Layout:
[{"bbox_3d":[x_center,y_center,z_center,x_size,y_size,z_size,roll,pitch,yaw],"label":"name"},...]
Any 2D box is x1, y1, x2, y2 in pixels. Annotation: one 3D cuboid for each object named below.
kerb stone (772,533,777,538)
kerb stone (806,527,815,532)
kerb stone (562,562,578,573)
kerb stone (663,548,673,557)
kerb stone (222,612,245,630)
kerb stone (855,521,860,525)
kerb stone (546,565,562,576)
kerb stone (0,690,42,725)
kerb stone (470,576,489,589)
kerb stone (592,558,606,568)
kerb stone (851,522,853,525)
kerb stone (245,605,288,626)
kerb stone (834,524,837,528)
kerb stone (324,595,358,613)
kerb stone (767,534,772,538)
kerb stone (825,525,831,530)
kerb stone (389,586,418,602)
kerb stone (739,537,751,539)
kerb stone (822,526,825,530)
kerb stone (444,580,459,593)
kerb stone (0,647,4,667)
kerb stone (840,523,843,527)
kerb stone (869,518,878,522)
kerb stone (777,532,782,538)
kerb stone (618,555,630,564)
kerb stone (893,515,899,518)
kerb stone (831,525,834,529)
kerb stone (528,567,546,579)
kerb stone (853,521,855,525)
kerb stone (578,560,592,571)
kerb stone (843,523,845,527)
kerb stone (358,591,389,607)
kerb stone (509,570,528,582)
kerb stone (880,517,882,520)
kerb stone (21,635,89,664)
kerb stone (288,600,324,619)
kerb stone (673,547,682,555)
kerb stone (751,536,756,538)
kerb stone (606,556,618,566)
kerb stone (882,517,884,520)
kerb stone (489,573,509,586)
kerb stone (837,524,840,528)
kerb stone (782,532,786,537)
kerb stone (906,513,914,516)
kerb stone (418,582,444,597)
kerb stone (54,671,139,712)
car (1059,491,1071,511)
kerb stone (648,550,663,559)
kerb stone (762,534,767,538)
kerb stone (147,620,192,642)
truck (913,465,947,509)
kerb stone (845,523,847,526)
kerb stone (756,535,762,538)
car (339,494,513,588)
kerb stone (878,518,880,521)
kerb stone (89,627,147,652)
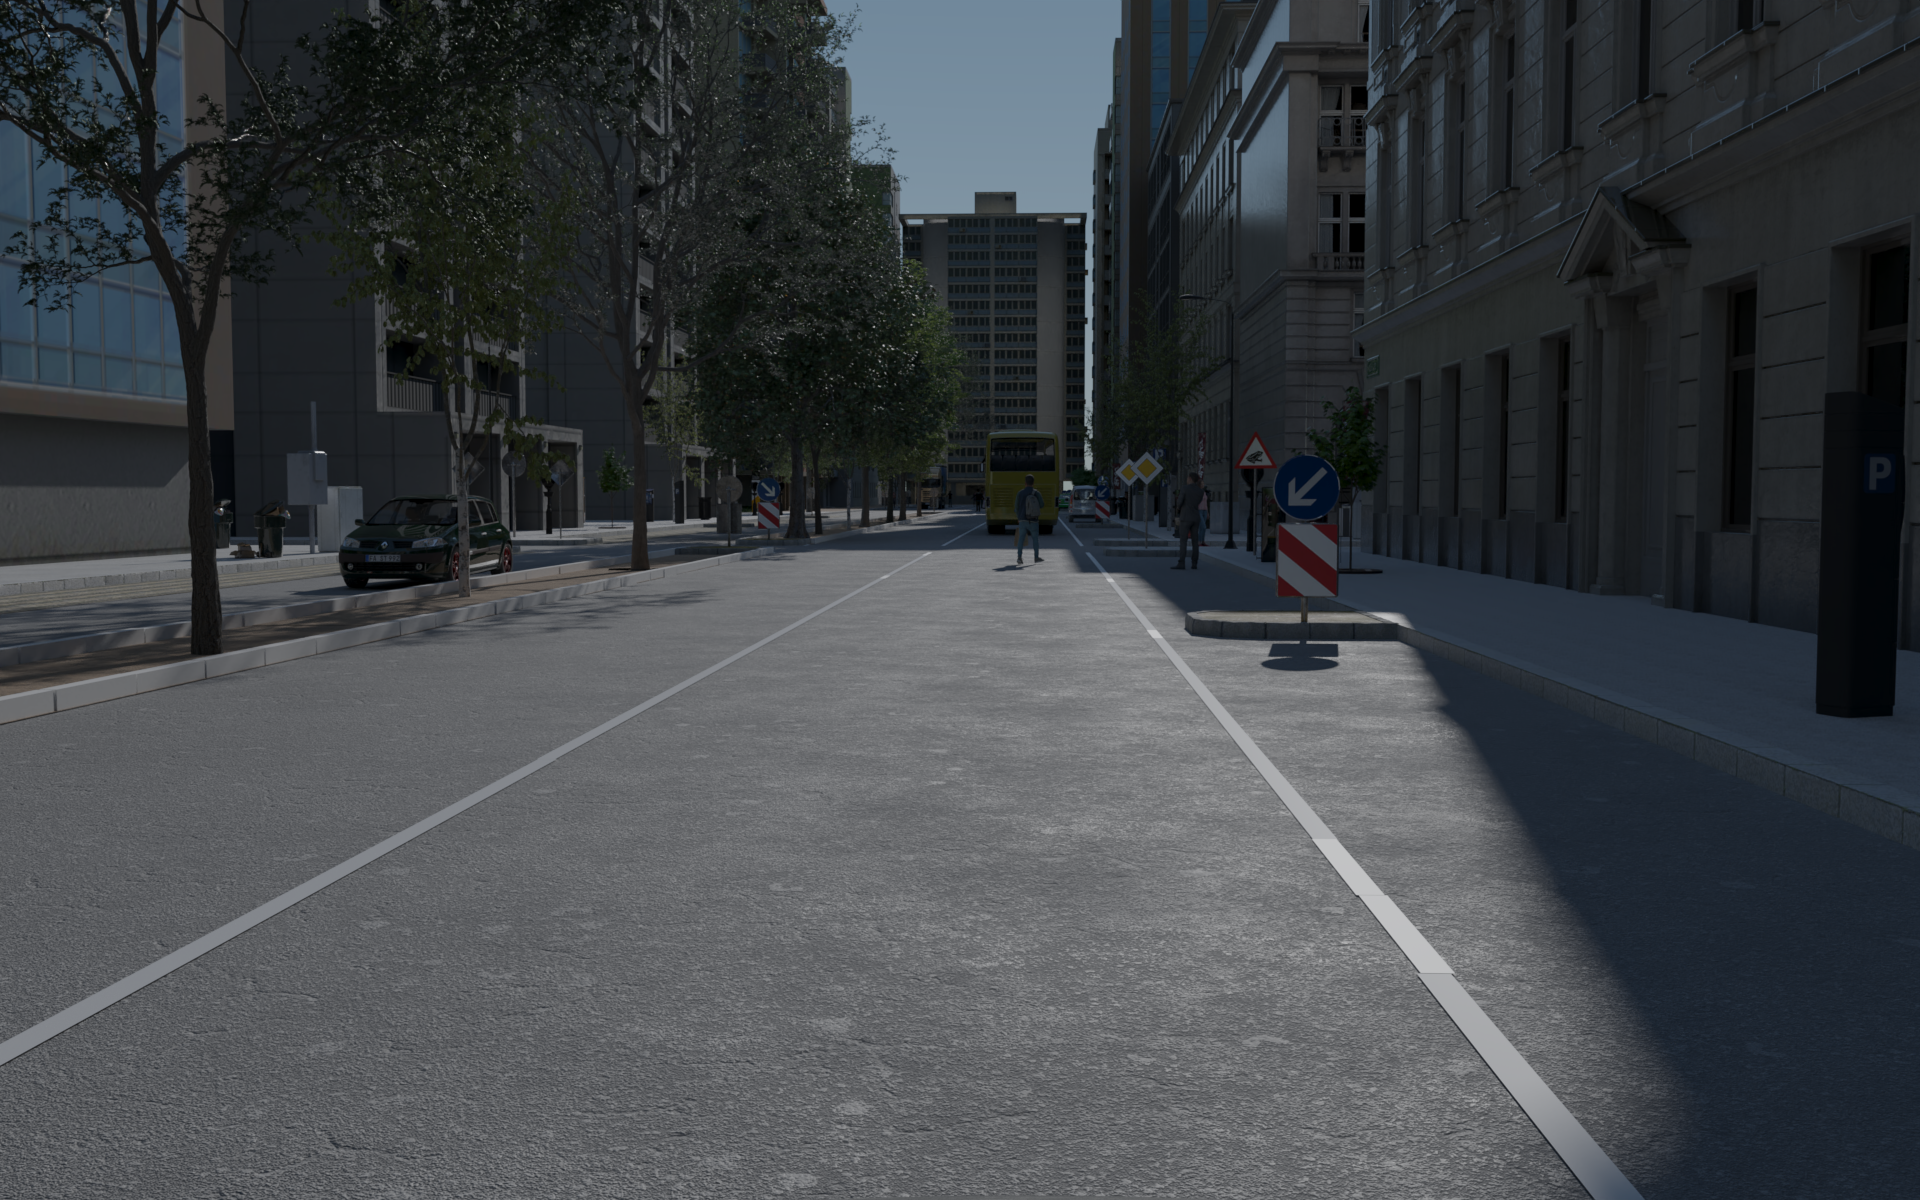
[{"bbox_3d":[-6.078,-2.036,55.493,0.120,0.150,1.000,0,4,3],"label":"kerb stone"},{"bbox_3d":[-5.656,-2.601,64.727,0.120,0.150,1.000,0,4,3],"label":"kerb stone"},{"bbox_3d":[-7.168,-0.564,31.415,0.120,0.150,1.000,0,4,3],"label":"kerb stone"},{"bbox_3d":[-6.794,-1.061,39.609,0.120,0.150,1.000,0,4,3],"label":"kerb stone"},{"bbox_3d":[-7.783,0.251,18.099,0.120,0.150,1.000,0,4,3],"label":"kerb stone"},{"bbox_3d":[-4.908,-3.605,81.136,0.120,0.150,1.000,0,4,3],"label":"kerb stone"},{"bbox_3d":[-7.226,-0.500,30.394,0.120,0.150,1.000,0,4,3],"label":"kerb stone"},{"bbox_3d":[-6.014,0.694,10.845,0.120,0.150,1.000,0,4,3],"label":"kerb stone"},{"bbox_3d":[-7.402,-0.249,26.289,0.120,0.150,1.000,0,4,3],"label":"kerb stone"},{"bbox_3d":[-7.082,-0.689,33.460,0.120,0.150,1.000,0,4,3],"label":"kerb stone"},{"bbox_3d":[-5.054,-3.416,78.053,0.120,0.150,1.000,0,4,3],"label":"kerb stone"},{"bbox_3d":[-7.727,0.188,19.125,0.120,0.150,1.000,0,4,3],"label":"kerb stone"},{"bbox_3d":[-5.325,-3.037,71.896,0.120,0.150,1.000,0,4,3],"label":"kerb stone"},{"bbox_3d":[-7.648,0.063,21.167,0.120,0.150,1.000,0,4,3],"label":"kerb stone"},{"bbox_3d":[-6.126,-1.969,54.471,0.120,0.150,1.000,0,4,3],"label":"kerb stone"},{"bbox_3d":[-5.432,-2.914,69.843,0.120,0.150,1.000,0,4,3],"label":"kerb stone"},{"bbox_3d":[-7.544,-0.060,23.213,0.120,0.150,1.000,0,4,3],"label":"kerb stone"},{"bbox_3d":[-6.301,-1.722,50.376,0.120,0.150,1.000,0,4,3],"label":"kerb stone"},{"bbox_3d":[-5.511,-2.789,67.800,0.120,0.150,1.000,0,4,3],"label":"kerb stone"},{"bbox_3d":[-7.450,-0.188,25.263,0.120,0.150,1.000,0,4,3],"label":"kerb stone"},{"bbox_3d":[-7.965,0.501,14.000,0.120,0.150,1.000,0,4,3],"label":"kerb stone"},{"bbox_3d":[-5.241,-3.160,73.953,0.120,0.150,1.000,0,4,3],"label":"kerb stone"},{"bbox_3d":[-4.492,-4.163,90.333,0.120,0.150,1.000,0,4,3],"label":"kerb stone"},{"bbox_3d":[-6.033,-2.099,56.518,0.120,0.150,1.000,0,4,3],"label":"kerb stone"},{"bbox_3d":[-6.991,-0.814,35.507,0.120,0.150,1.000,0,4,3],"label":"kerb stone"},{"bbox_3d":[-3.849,-5.041,104.669,0.120,0.150,1.000,0,4,3],"label":"kerb stone"},{"bbox_3d":[-5.371,-2.977,70.867,0.120,0.150,1.000,0,4,3],"label":"kerb stone"},{"bbox_3d":[-7.265,-0.439,29.373,0.120,0.150,1.000,0,4,3],"label":"kerb stone"},{"bbox_3d":[-5.007,-3.471,79.080,0.120,0.150,1.000,0,4,3],"label":"kerb stone"},{"bbox_3d":[-7.127,-0.625,32.439,0.120,0.150,1.000,0,4,3],"label":"kerb stone"},{"bbox_3d":[-5.193,-3.222,74.974,0.120,0.150,1.000,0,4,3],"label":"kerb stone"},{"bbox_3d":[-7.591,0.001,22.192,0.120,0.150,1.000,0,4,3],"label":"kerb stone"},{"bbox_3d":[-7.314,-0.375,28.344,0.120,0.150,1.000,0,4,3],"label":"kerb stone"},{"bbox_3d":[-4.397,-4.291,92.383,0.120,0.150,1.000,0,4,3],"label":"kerb stone"},{"bbox_3d":[-7.912,0.439,15.023,0.120,0.150,1.000,0,4,3],"label":"kerb stone"},{"bbox_3d":[-7.692,0.126,20.146,0.120,0.150,1.000,0,4,3],"label":"kerb stone"},{"bbox_3d":[-6.755,-1.128,40.632,0.120,0.150,1.000,0,4,3],"label":"kerb stone"},{"bbox_3d":[-6.264,-1.786,51.398,0.120,0.150,1.000,0,4,3],"label":"kerb stone"},{"bbox_3d":[-7.038,-0.750,34.486,0.120,0.150,1.000,0,4,3],"label":"kerb stone"},{"bbox_3d":[-4.362,-4.354,93.408,0.120,0.150,1.000,0,4,3],"label":"kerb stone"},{"bbox_3d":[-7.364,-0.306,27.316,0.120,0.150,1.000,0,4,3],"label":"kerb stone"},{"bbox_3d":[-5.286,-3.094,72.918,0.120,0.150,1.000,0,4,3],"label":"kerb stone"},{"bbox_3d":[-5.983,-2.162,57.546,0.120,0.150,1.000,0,4,3],"label":"kerb stone"},{"bbox_3d":[-3.327,-5.728,115.918,0.120,0.150,1.000,0,4,3],"label":"kerb stone"},{"bbox_3d":[-7.494,-0.125,24.233,0.120,0.150,1.000,0,4,3],"label":"kerb stone"},{"bbox_3d":[-5.962,0.632,11.866,0.120,0.150,1.000,0,4,3],"label":"kerb stone"},{"bbox_3d":[9.001,-8.342,145.195,1.959,1.807,4.718,0,4,3],"label":"car"},{"bbox_3d":[-6.841,-1.003,38.588,0.120,0.150,1.000,0,4,3],"label":"kerb stone"},{"bbox_3d":[-6.170,-1.909,53.450,0.120,0.150,1.000,0,4,3],"label":"kerb stone"},{"bbox_3d":[-7.827,0.320,17.069,0.120,0.150,1.000,0,4,3],"label":"kerb stone"},{"bbox_3d":[-2.778,-10.922,167.494,2.839,4.237,11.283,0,4,2],"label":"truck"},{"bbox_3d":[-5.150,-3.291,75.999,0.120,0.150,1.000,0,4,3],"label":"kerb stone"},{"bbox_3d":[-6.218,-1.842,52.429,0.120,0.150,1.000,0,4,3],"label":"kerb stone"},{"bbox_3d":[-8.481,-1.096,27.705,2.009,1.686,4.222,0,4,2],"label":"car"},{"bbox_3d":[-4.446,-4.230,91.362,0.120,0.150,1.000,0,4,3],"label":"kerb stone"},{"bbox_3d":[-7.875,0.376,16.045,0.120,0.150,1.000,0,4,3],"label":"kerb stone"}]
